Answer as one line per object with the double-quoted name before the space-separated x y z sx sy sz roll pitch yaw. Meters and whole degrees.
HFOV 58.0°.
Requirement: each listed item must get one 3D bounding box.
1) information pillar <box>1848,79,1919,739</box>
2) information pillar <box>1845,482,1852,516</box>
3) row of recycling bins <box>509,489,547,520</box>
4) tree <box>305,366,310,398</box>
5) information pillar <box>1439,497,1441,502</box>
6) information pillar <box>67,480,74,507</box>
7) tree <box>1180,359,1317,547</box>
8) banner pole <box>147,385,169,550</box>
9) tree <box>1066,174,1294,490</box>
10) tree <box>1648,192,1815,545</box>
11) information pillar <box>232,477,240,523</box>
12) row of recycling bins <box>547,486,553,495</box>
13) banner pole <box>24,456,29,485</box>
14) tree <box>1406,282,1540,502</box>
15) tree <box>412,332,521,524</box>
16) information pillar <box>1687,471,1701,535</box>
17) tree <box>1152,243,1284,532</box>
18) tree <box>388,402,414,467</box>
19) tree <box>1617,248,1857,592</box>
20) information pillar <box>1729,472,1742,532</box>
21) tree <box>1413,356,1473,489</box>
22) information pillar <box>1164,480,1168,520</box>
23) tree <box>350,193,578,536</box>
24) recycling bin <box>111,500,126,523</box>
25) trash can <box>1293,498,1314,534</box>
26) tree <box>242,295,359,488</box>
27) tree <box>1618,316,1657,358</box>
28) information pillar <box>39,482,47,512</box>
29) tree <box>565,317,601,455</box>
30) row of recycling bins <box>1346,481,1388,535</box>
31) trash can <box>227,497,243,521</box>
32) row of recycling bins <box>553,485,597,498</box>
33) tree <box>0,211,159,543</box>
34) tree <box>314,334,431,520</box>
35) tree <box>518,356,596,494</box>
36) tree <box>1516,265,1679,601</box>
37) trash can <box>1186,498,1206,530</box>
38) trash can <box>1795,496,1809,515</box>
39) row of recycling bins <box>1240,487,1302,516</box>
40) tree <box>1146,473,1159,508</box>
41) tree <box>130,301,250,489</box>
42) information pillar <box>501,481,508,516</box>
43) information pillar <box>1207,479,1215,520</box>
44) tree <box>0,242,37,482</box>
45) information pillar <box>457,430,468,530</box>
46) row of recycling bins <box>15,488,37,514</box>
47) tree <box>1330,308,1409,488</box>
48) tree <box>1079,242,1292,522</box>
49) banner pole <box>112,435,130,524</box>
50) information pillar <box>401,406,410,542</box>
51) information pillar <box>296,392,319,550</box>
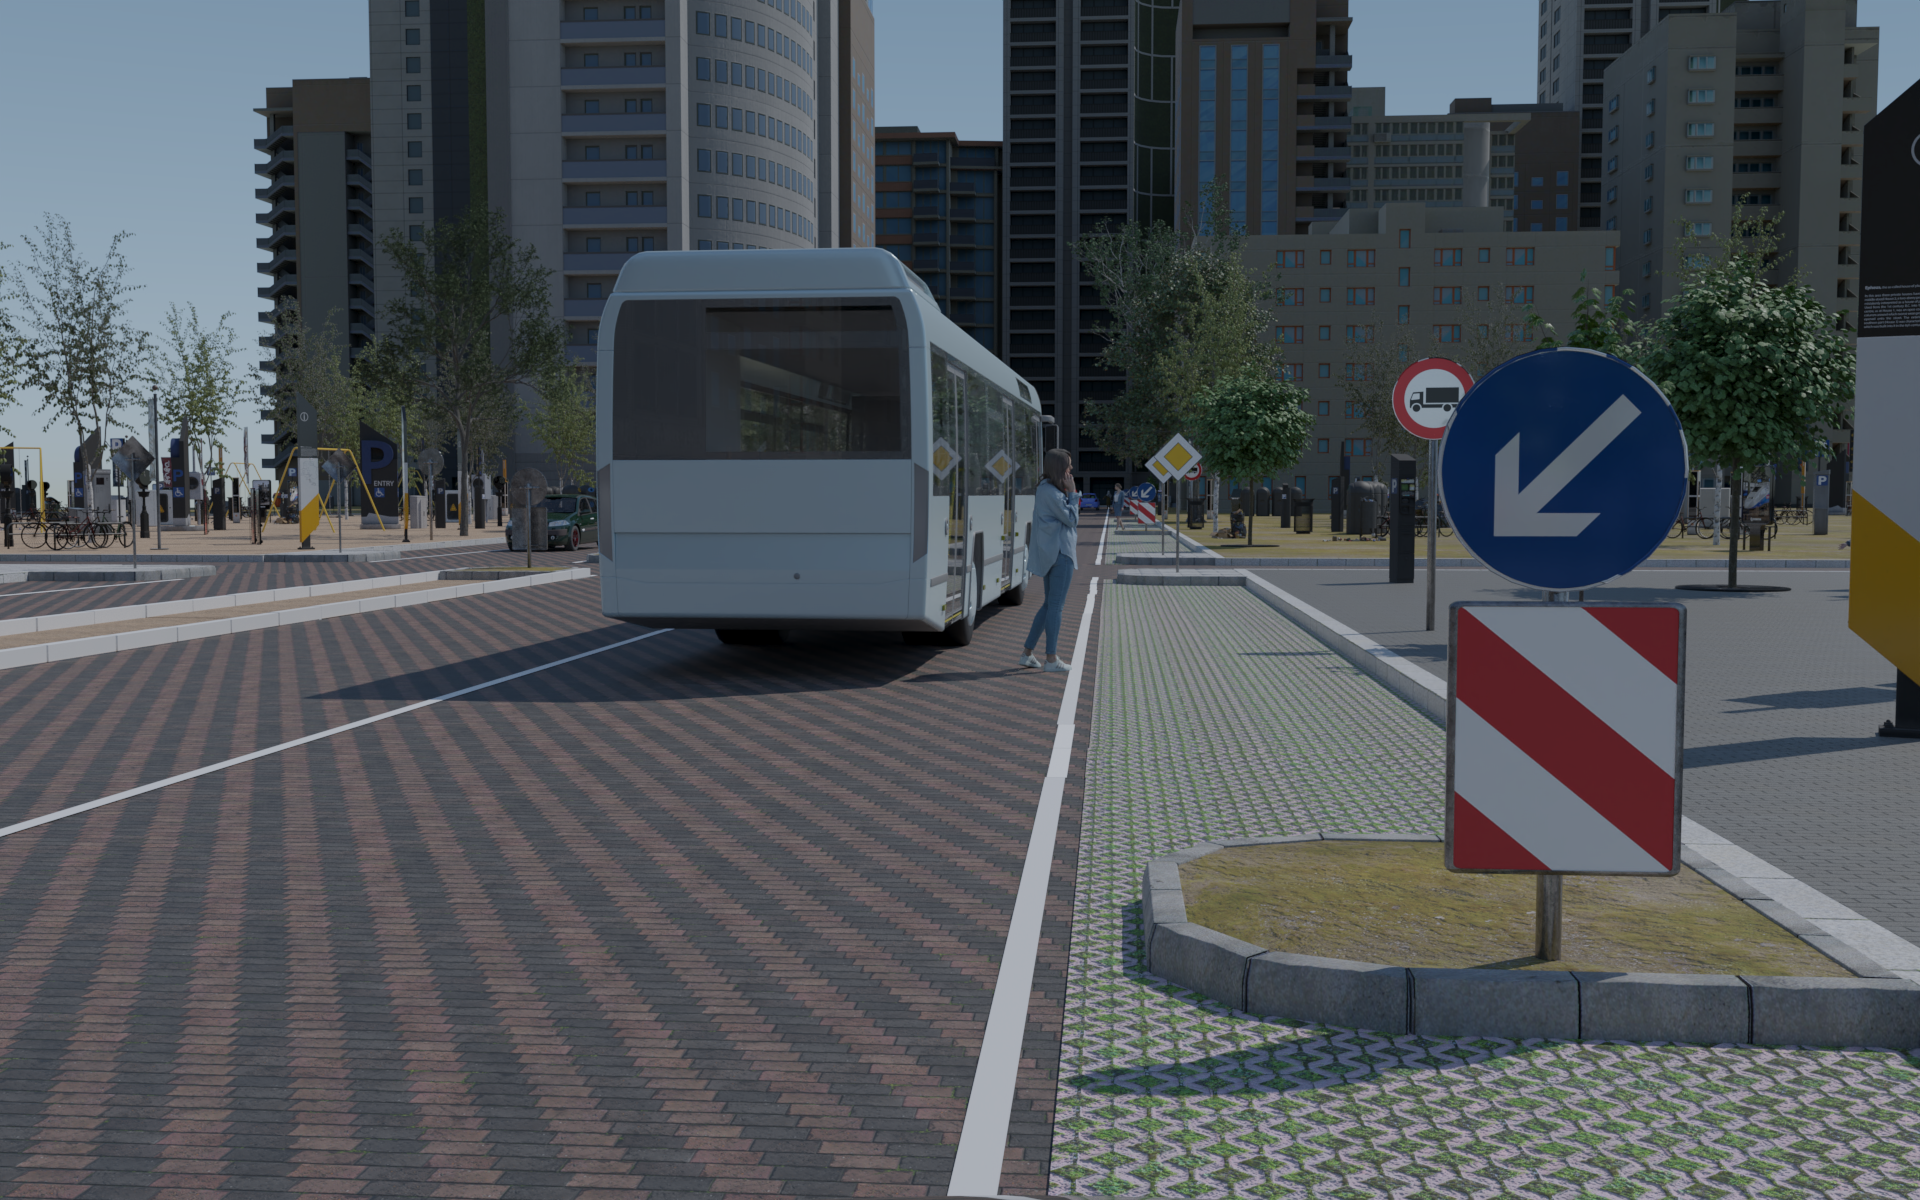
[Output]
"information pillar" 4.981 -1.085 9.092 0.504 3.616 0.183 2 4 26
"information pillar" 52.611 -5.992 102.468 0.304 2.012 0.304 -3 5 -43
"row of recycling bins" -14.968 -3.214 59.660 1.069 1.692 3.534 -1 4 -17
"tree" -30.546 -8.340 86.716 4.737 8.622 4.395 0 3 0
"information pillar" 23.997 -5.780 85.864 0.504 3.616 0.183 2 4 27
"information pillar" -46.782 -5.302 91.172 0.304 2.012 0.304 -3 5 -42
"tree" 7.020 -3.579 42.233 4.285 4.588 4.351 0 3 0
"banner pole" -18.600 -3.056 39.986 0.401 3.779 0.863 -3 5 -39
"tree" 12.967 -15.134 103.328 12.611 20.169 13.585 0 3 0
"tree" 19.217 -5.693 43.443 4.737 8.622 4.395 0 3 0
"information pillar" -31.797 -4.378 76.069 0.304 2.012 0.304 -1 4 -21
"row of recycling bins" -21.671 -5.254 93.017 1.069 1.692 3.534 1 4 10
"banner pole" -60.475 -7.478 112.284 0.401 3.779 0.863 -1 4 -9
"tree" 18.077 -6.671 59.439 4.360 8.622 3.978 0 3 0
"tree" -20.653 -7.491 72.841 4.360 8.622 3.978 0 3 0
"information pillar" 23.000 -3.045 54.283 0.304 2.012 0.304 2 4 35
"tree" 7.644 -6.194 51.641 4.737 8.622 4.395 0 3 0
"tree" -31.766 -9.308 102.548 4.360 8.622 3.978 0 3 0
"tree" 10.436 -2.410 23.122 4.285 4.588 4.351 0 3 0
"information pillar" 25.701 -3.234 57.372 0.304 2.012 0.304 1 4 10
"tree" 25.779 -8.690 92.447 4.737 8.622 4.395 0 3 0
"information pillar" 10.337 -5.071 87.406 0.304 2.012 0.304 0 4 3
"tree" -14.939 -7.247 52.907 8.767 10.594 7.601 3 4 38
"recycling bin" -38.015 -3.992 77.830 0.722 1.027 0.722 0 4 6
"trash can" 11.069 -2.702 55.833 0.748 1.137 0.748 0 3 0
"tree" -24.049 -6.935 63.753 4.360 8.622 3.978 0 3 0
"tree" 27.716 -7.343 70.415 4.360 8.622 3.978 0 3 0
"information pillar" -54.093 -5.976 102.191 0.304 2.012 0.304 -1 4 -15
"tree" -13.770 -7.372 70.896 4.360 8.622 3.978 0 3 0
"row of recycling bins" 13.235 -2.995 56.080 1.069 1.692 3.534 1 4 23
"trash can" -34.627 -4.348 82.737 0.748 1.137 0.748 0 3 0
"row of recycling bins" -16.729 -4.402 79.082 1.069 1.692 3.534 3 4 36
"tree" -22.856 -5.796 45.130 4.360 8.622 3.978 0 3 0
"tree" -25.817 -7.855 78.796 4.737 8.622 4.395 0 3 0
"tree" -20.059 -8.356 86.983 4.737 8.622 4.395 0 3 0
"tree" 5.354 -1.236 14.812 1.663 3.219 1.824 0 3 0
"trash can" 8.550 -3.127 62.773 0.748 1.137 0.748 0 3 0
"trash can" 51.320 -5.745 105.581 0.748 1.137 0.748 0 3 0
"row of recycling bins" 17.997 -5.688 100.119 3.534 1.692 1.069 0 4 5
"tree" 19.068 -10.970 173.963 1.663 3.219 1.824 0 3 0
"tree" -28.808 -7.044 65.539 4.737 8.622 4.395 0 3 0
"information pillar" -26.588 -5.906 101.063 0.304 2.012 0.304 1 4 15
"information pillar" 12.616 -5.047 87.017 0.304 2.012 0.304 -3 4 -36
"tree" -27.211 -5.923 47.199 4.737 8.622 4.395 0 3 0
"information pillar" -17.787 -4.317 61.934 0.504 3.616 0.183 3 4 39
"row of recycling bins" -59.645 -6.216 108.749 1.069 1.692 3.534 2 4 24
"tree" 16.951 -7.282 69.420 4.360 8.622 3.978 0 3 0
"tree" 10.714 -9.903 78.930 9.611 12.733 9.660 0 3 0
"banner pole" -35.535 -5.103 73.456 0.401 3.779 0.863 3 5 41
"information pillar" -14.708 -3.337 45.908 0.183 3.616 0.504 -1 4 -22
"information pillar" -15.068 -2.975 40.001 0.183 3.616 0.504 2 4 35
